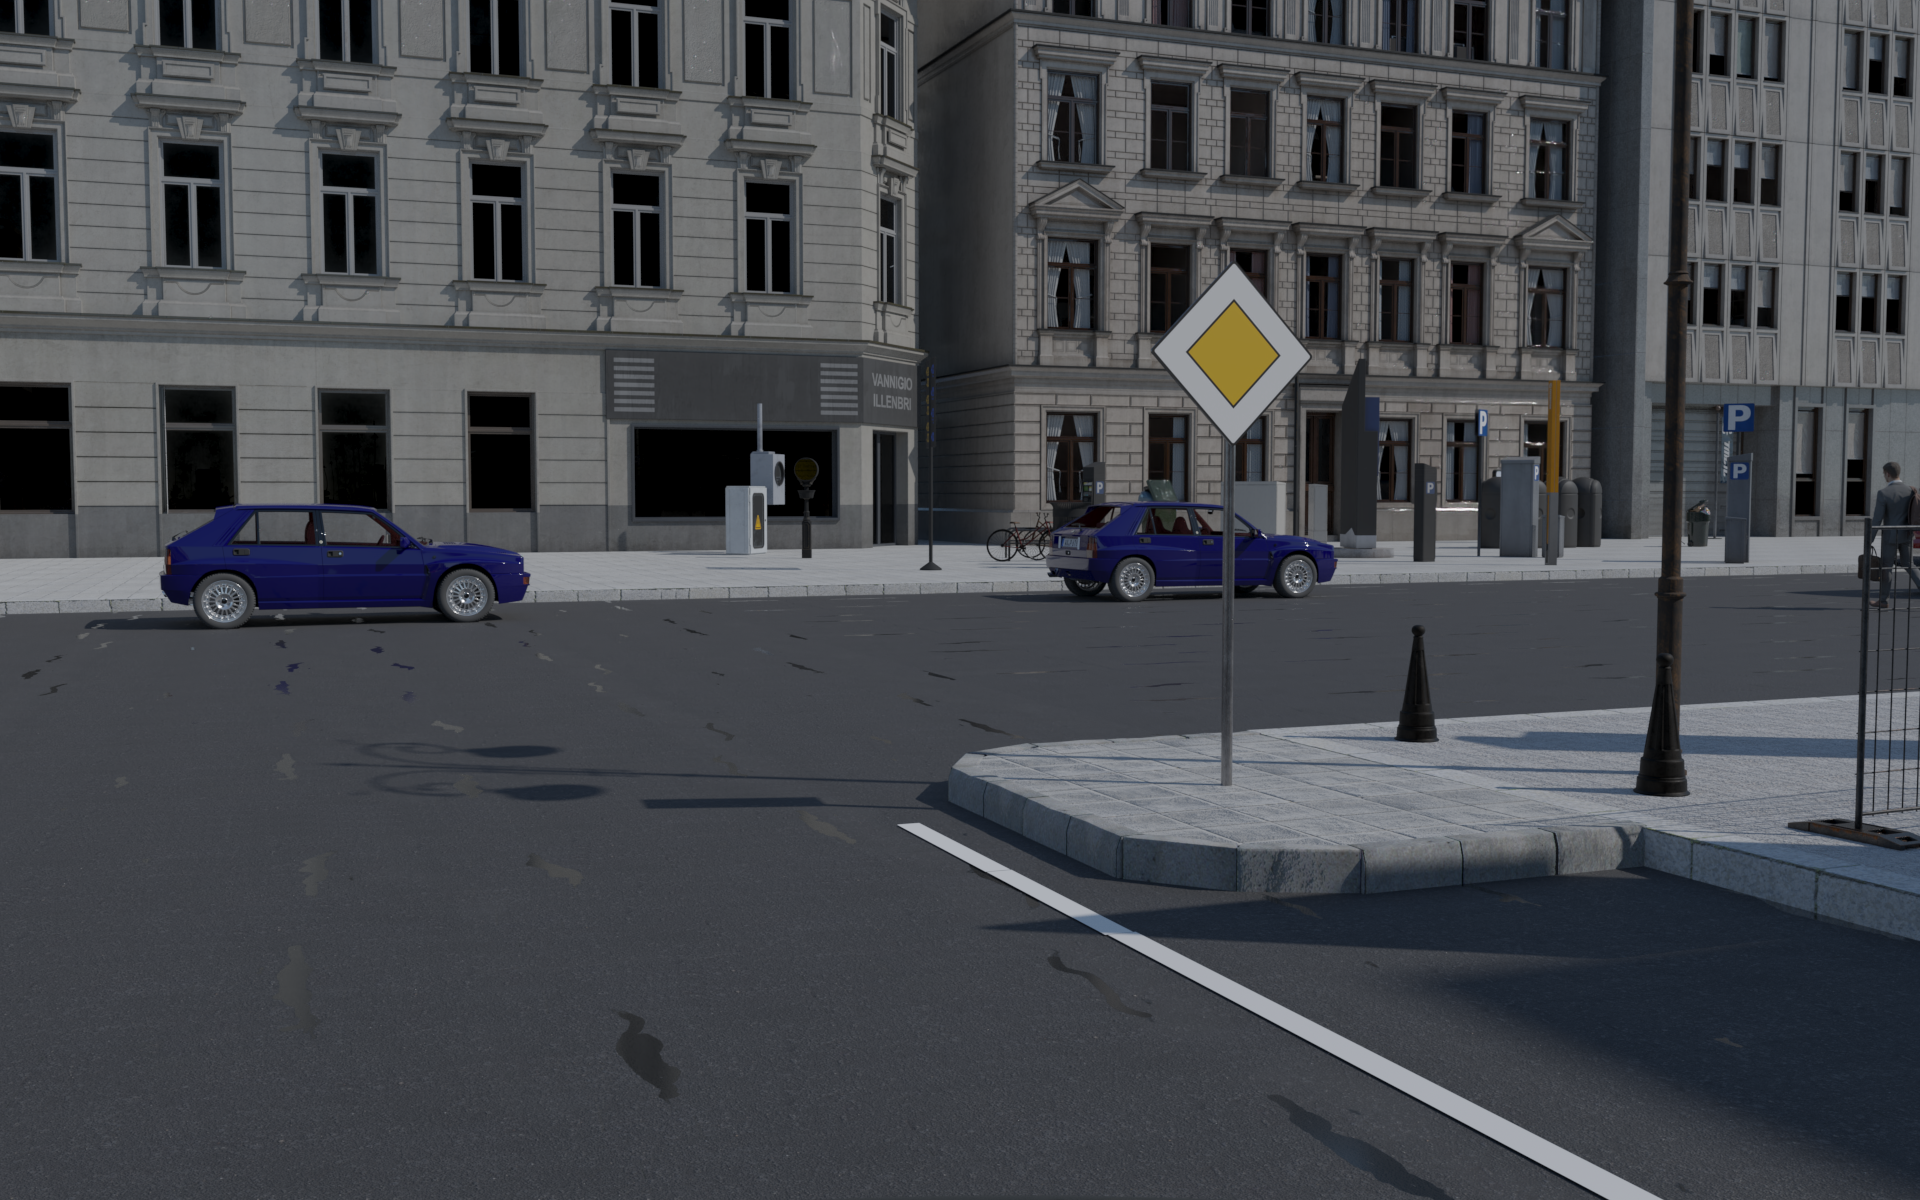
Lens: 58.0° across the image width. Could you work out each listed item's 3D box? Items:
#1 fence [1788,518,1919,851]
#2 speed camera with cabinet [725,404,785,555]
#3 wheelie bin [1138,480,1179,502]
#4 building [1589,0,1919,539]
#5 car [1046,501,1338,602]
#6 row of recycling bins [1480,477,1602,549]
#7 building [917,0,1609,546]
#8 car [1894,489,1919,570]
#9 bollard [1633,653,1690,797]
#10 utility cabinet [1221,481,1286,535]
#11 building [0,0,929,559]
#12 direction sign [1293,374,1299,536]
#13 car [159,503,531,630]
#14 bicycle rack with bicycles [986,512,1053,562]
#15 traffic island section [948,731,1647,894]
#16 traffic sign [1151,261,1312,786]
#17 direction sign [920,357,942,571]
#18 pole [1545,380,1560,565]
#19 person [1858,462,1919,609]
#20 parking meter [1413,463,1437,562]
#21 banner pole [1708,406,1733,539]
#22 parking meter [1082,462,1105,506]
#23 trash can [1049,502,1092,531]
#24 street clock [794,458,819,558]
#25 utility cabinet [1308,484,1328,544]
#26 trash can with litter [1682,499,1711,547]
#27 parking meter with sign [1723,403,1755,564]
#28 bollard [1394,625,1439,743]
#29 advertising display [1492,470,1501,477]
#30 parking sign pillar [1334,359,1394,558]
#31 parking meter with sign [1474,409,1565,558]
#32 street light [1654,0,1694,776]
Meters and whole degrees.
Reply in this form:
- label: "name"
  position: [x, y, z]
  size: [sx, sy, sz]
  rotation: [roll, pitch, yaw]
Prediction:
- label: "fence"
  position: [4.312, 0.265, 6.869]
  size: [2.264, 1.192, 0.480]
  rotation: [-2, 4, -24]
- label: "speed camera with cabinet"
  position: [-4.386, -2.624, 37.233]
  size: [0.660, 3.252, 2.038]
  rotation: [1, 4, 16]
- label: "wheelie bin"
  position: [4.386, -1.875, 38.572]
  size: [0.980, 1.594, 0.693]
  rotation: [-2, 4, -30]
- label: "building"
  position: [25.995, -14.641, 57.406]
  size: [19.932, 24.808, 12.078]
  rotation: [-1, 4, -22]
- label: "car"
  position: [3.238, -0.706, 24.119]
  size: [3.894, 1.354, 1.945]
  rotation: [-1, 4, -20]
- label: "row of recycling bins"
  position: [13.931, -2.097, 41.407]
  size: [3.534, 1.692, 1.069]
  rotation: [-2, 4, -26]
- label: "building"
  position: [7.963, -11.330, 49.869]
  size: [19.286, 19.102, 10.561]
  rotation: [-1, 4, -22]
- label: "car"
  position: [15.977, -0.998, 24.983]
  size: [5.304, 1.827, 2.281]
  rotation: [-1, 4, -20]
- label: "bollard"
  position: [3.013, 0.527, 7.422]
  size: [0.229, 0.601, 0.229]
  rotation: [0, 3, 0]
- label: "utility cabinet"
  position: [5.173, -1.339, 30.566]
  size: [1.173, 1.500, 0.318]
  rotation: [3, 5, 44]
- label: "building"
  position: [-23.041, -16.124, 40.042]
  size: [44.131, 29.872, 17.030]
  rotation: [-1, 4, -22]
- label: "direction sign"
  position: [5.523, -2.232, 28.488]
  size: [0.379, 3.537, 0.876]
  rotation: [1, 4, 12]
- label: "car"
  position: [-6.907, -0.427, 19.563]
  size: [3.894, 1.354, 1.945]
  rotation: [-1, 4, -23]
- label: "bicycle rack with bicycles"
  position: [1.970, -1.249, 33.808]
  size: [2.925, 0.926, 2.852]
  rotation: [0, 4, 1]
- label: "traffic island section"
  position: [1.190, 0.895, 7.652]
  size: [2.009, 0.180, 2.903]
  rotation: [-1, 4, -22]
- label: "traffic sign"
  position: [1.171, -0.240, 7.567]
  size: [0.795, 2.450, 0.064]
  rotation: [-1, 4, -22]
- label: "direction sign"
  position: [-0.493, -2.271, 29.122]
  size: [0.379, 3.537, 0.876]
  rotation: [-1, 4, -10]
- label: "pole"
  position: [10.655, -2.281, 31.138]
  size: [0.158, 3.312, 0.155]
  rotation: [0, 3, 0]
- label: "person"
  position: [11.565, -0.789, 21.361]
  size: [0.622, 1.834, 0.822]
  rotation: [-1, 4, -15]
- label: "parking meter"
  position: [8.807, -1.655, 32.775]
  size: [0.399, 1.863, 0.255]
  rotation: [-2, 4, -32]
- label: "banner pole"
  position: [21.743, -3.632, 49.401]
  size: [0.863, 3.779, 0.401]
  rotation: [-2, 4, -24]
- label: "parking meter"
  position: [2.417, -1.567, 31.326]
  size: [0.255, 1.863, 0.399]
  rotation: [3, 5, 43]
- label: "trash can"
  position: [1.913, -1.128, 30.089]
  size: [0.748, 1.137, 0.748]
  rotation: [0, 3, 0]
- label: "street clock"
  position: [-3.063, -1.835, 34.577]
  size: [0.471, 2.002, 0.358]
  rotation: [0, 4, 1]
- label: "utility cabinet"
  position: [7.959, -1.823, 38.486]
  size: [0.318, 1.500, 1.173]
  rotation: [0, 4, 6]
- label: "trash can with litter"
  position: [17.718, -1.884, 42.193]
  size: [1.055, 1.170, 0.624]
  rotation: [2, 4, 28]
- label: "parking meter with sign"
  position: [14.632, -2.222, 32.587]
  size: [0.543, 3.016, 1.738]
  rotation: [2, 4, 23]
- label: "bollard"
  position: [2.384, 0.429, 9.023]
  size: [0.229, 0.601, 0.229]
  rotation: [0, 3, 0]
- label: "advertising display"
  position: [14.449, -2.490, 45.921]
  size: [0.974, 1.923, 0.123]
  rotation: [-2, 4, -35]
- label: "parking sign pillar"
  position: [8.105, -2.857, 35.177]
  size: [1.447, 3.967, 1.447]
  rotation: [0, 4, -2]
- label: "parking meter with sign"
  position: [11.412, -2.387, 35.288]
  size: [1.738, 3.016, 0.543]
  rotation: [2, 4, 35]
- label: "street light"
  position: [3.238, -2.139, 7.765]
  size: [0.468, 5.910, 1.993]
  rotation: [-1, 4, -22]
